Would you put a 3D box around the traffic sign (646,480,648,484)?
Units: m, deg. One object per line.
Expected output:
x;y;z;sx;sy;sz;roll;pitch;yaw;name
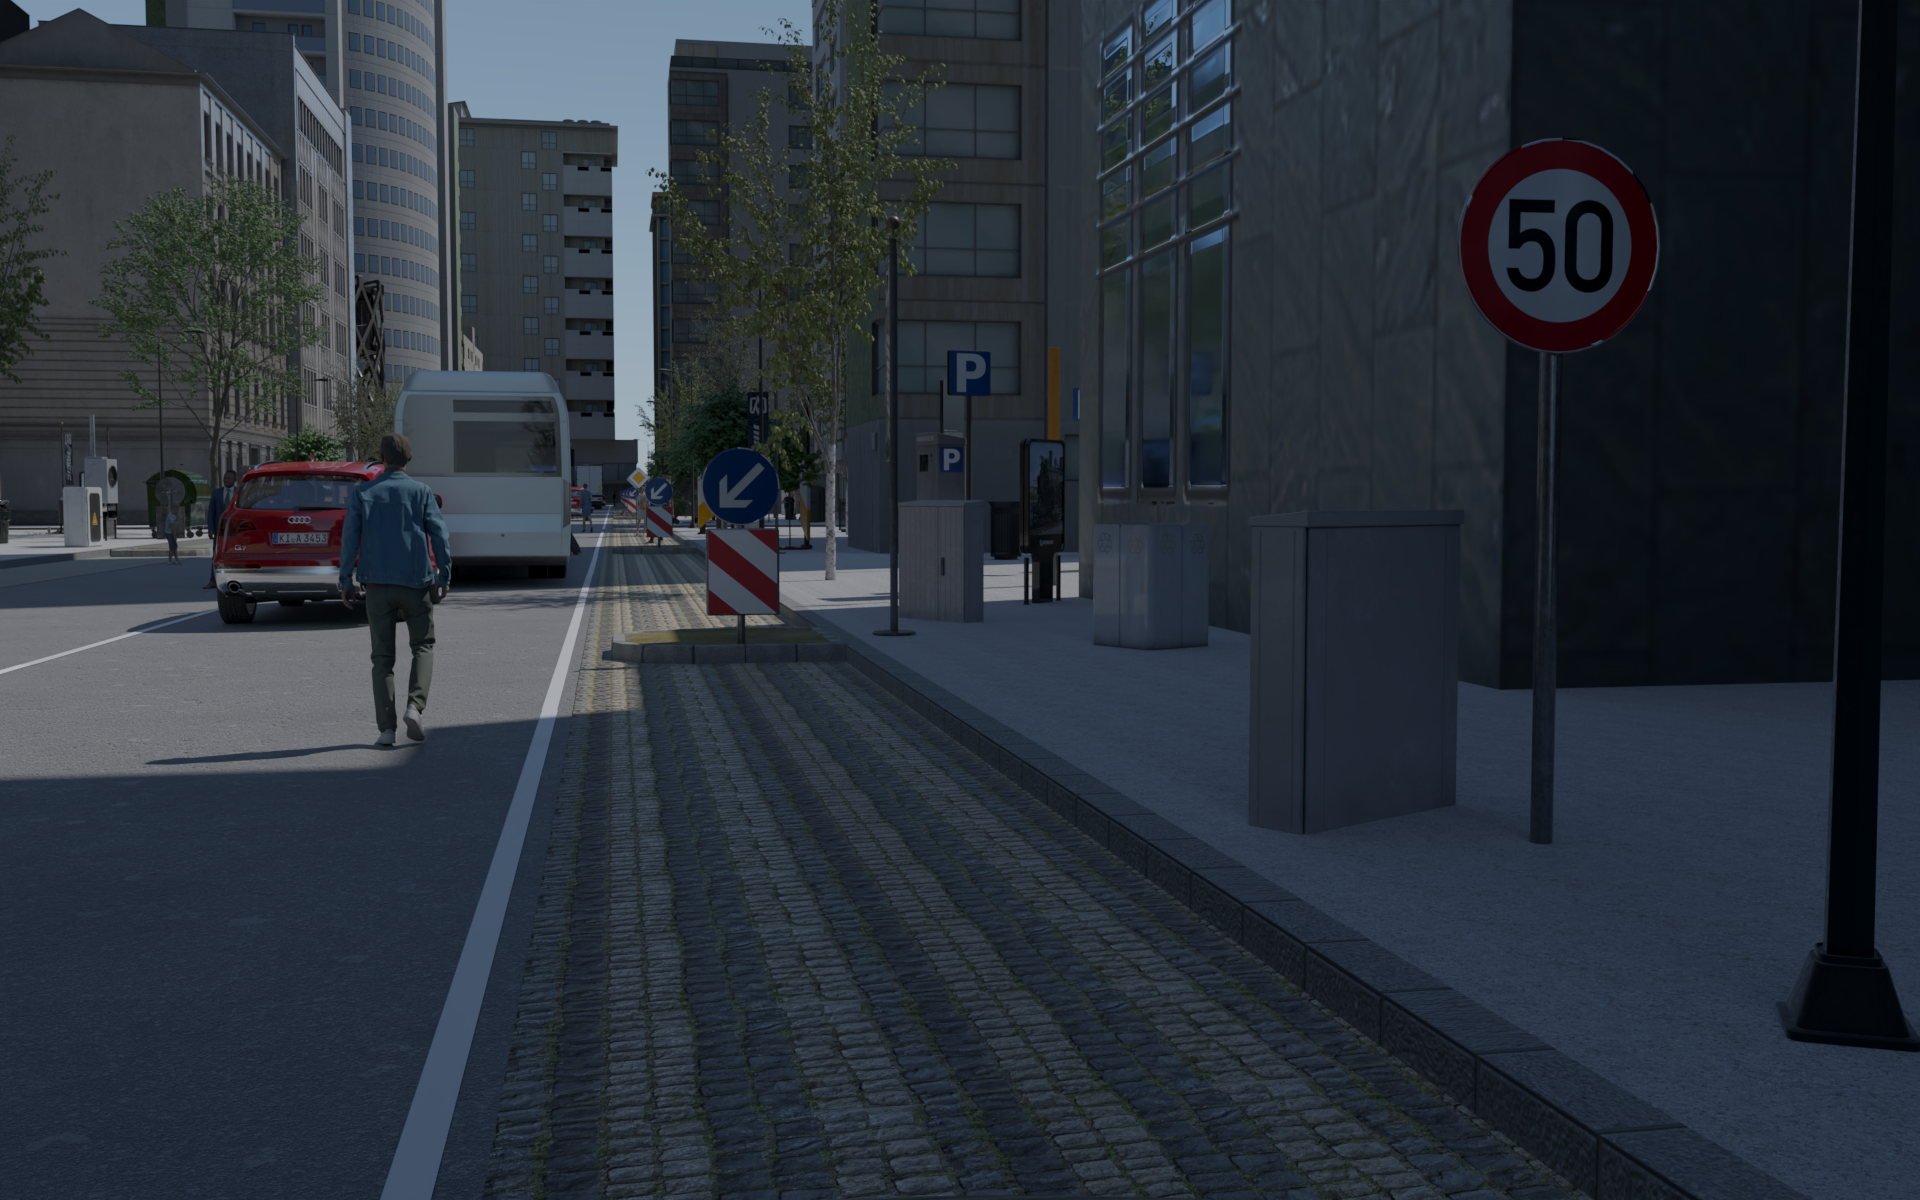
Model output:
-24.424;-8.368;136.927;0.768;2.556;0.104;0;4;-7;traffic sign

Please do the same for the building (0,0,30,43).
-49.527;-14.891;73.153;15.834;23.373;12.332;-1;4;-11;building

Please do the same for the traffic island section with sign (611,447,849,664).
-2.113;-0.419;15.472;1.989;1.847;2.006;-1;4;-11;traffic island section with sign

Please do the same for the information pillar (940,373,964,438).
-0.124;-2.341;29.632;0.504;3.616;0.183;-3;5;-41;information pillar

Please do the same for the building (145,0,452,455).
-57.425;-37.399;153.468;21.231;58.520;28.212;-1;4;-11;building

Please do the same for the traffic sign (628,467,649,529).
-11.933;-3.715;64.385;0.795;2.450;0.064;-1;4;-11;traffic sign

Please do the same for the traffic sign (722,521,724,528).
-7.360;-3.278;53.705;0.768;2.556;0.104;0;4;-3;traffic sign

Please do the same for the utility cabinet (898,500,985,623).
-0.204;-0.398;17.670;0.306;1.237;1.020;-3;5;-42;utility cabinet

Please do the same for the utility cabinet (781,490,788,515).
-10.597;-5.913;105.358;0.318;1.500;1.173;0;4;5;utility cabinet

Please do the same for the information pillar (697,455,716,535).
-8.095;-3.889;54.947;0.504;3.616;0.183;-1;4;-18;information pillar

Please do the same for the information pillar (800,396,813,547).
-3.738;-3.087;41.822;0.183;3.616;0.504;-2;4;-26;information pillar

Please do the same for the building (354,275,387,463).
-47.722;-15.245;116.700;16.820;18.784;16.811;-1;4;-11;building

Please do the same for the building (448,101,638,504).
-59.329;-39.923;241.975;27.495;52.752;28.713;-1;4;-11;building

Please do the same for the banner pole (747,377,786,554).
-4.175;-2.889;37.257;0.863;3.779;0.401;0;4;8;banner pole

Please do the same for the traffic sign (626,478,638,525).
-13.499;-4.194;72.215;0.795;2.450;0.064;-1;4;-11;traffic sign

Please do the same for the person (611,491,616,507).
-38.418;-11.175;192.029;0.721;1.723;1.217;1;4;12;person

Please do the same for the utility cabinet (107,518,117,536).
-26.164;-2.670;52.327;1.173;1.500;0.318;-1;4;-19;utility cabinet

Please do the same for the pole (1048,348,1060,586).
1.311;-1.860;24.249;0.158;3.312;0.155;0;3;0;pole

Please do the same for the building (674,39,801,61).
-19.328;-29.189;160.827;14.154;41.232;14.086;-1;4;-11;building

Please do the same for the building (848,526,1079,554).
3.815;-22.045;44.029;14.154;41.232;14.086;-1;4;-11;building

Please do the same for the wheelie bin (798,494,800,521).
-7.222;-4.550;82.295;0.693;1.594;0.980;3;5;44;wheelie bin

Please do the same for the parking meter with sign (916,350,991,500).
-0.223;-1.566;21.871;0.543;3.016;1.738;-2;4;-24;parking meter with sign

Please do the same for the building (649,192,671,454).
-30.511;-36.060;244.209;28.867;44.769;22.147;-1;4;-11;building

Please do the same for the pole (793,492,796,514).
-10.502;-7.088;109.735;0.158;3.312;0.155;0;3;0;pole

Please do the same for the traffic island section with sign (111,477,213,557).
-18.404;-1.931;40.208;1.989;1.847;2.006;-1;4;-11;traffic island section with sign

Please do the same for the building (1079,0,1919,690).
15.457;-42.405;5.989;22.319;86.520;31.000;-1;4;-11;building

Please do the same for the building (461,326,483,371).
-70.405;-21.583;197.926;28.899;21.520;27.650;-1;4;-11;building

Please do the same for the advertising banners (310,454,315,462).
-28.303;-4.817;74.944;0.090;3.025;2.074;0;4;2;advertising banners

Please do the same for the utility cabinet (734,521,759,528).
-6.746;-2.810;54.626;0.318;1.500;1.173;-3;4;-36;utility cabinet

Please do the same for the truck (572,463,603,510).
-35.132;-10.689;163.675;2.839;4.237;11.283;-1;4;-13;truck

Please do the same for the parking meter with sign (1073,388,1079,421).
2.471;-2.011;29.138;0.543;3.016;1.738;2;4;25;parking meter with sign

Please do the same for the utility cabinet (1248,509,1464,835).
1.582;0.260;6.914;1.020;1.237;0.306;-3;5;-41;utility cabinet

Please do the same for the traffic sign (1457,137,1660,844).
2.142;-0.379;6.303;0.768;2.556;0.104;0;4;-8;traffic sign

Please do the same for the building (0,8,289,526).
-37.435;-14.078;79.327;9.793;20.994;18.267;-1;4;-11;building

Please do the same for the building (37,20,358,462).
-41.892;-17.110;97.763;12.078;24.808;19.932;-1;4;-11;building

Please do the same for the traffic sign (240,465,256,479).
-25.259;-3.639;61.628;0.606;2.300;0.079;-1;4;-11;traffic sign

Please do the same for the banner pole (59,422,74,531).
-31.022;-4.289;60.149;0.863;3.779;0.401;2;4;33;banner pole

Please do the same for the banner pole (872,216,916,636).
-0.636;-1.584;15.919;0.401;3.779;0.863;-1;4;-9;banner pole

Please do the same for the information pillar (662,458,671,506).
-16.511;-6.489;97.448;0.504;3.616;0.183;1;4;10;information pillar

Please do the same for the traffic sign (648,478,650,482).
-22.269;-7.681;125.689;0.768;2.556;0.104;0;4;-2;traffic sign

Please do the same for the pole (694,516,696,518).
-13.281;-5.701;87.051;0.158;3.312;0.155;0;3;0;pole

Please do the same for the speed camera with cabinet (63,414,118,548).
-21.303;-2.943;42.449;0.660;3.252;2.038;0;4;-6;speed camera with cabinet

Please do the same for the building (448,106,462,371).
-58.513;-30.116;175.998;14.154;41.232;14.086;-1;4;-11;building

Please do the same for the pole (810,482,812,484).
-7.616;-5.789;88.498;0.158;3.312;0.155;0;3;0;pole

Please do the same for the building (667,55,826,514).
-12.938;-21.250;119.146;14.160;30.474;14.107;-1;4;-11;building
